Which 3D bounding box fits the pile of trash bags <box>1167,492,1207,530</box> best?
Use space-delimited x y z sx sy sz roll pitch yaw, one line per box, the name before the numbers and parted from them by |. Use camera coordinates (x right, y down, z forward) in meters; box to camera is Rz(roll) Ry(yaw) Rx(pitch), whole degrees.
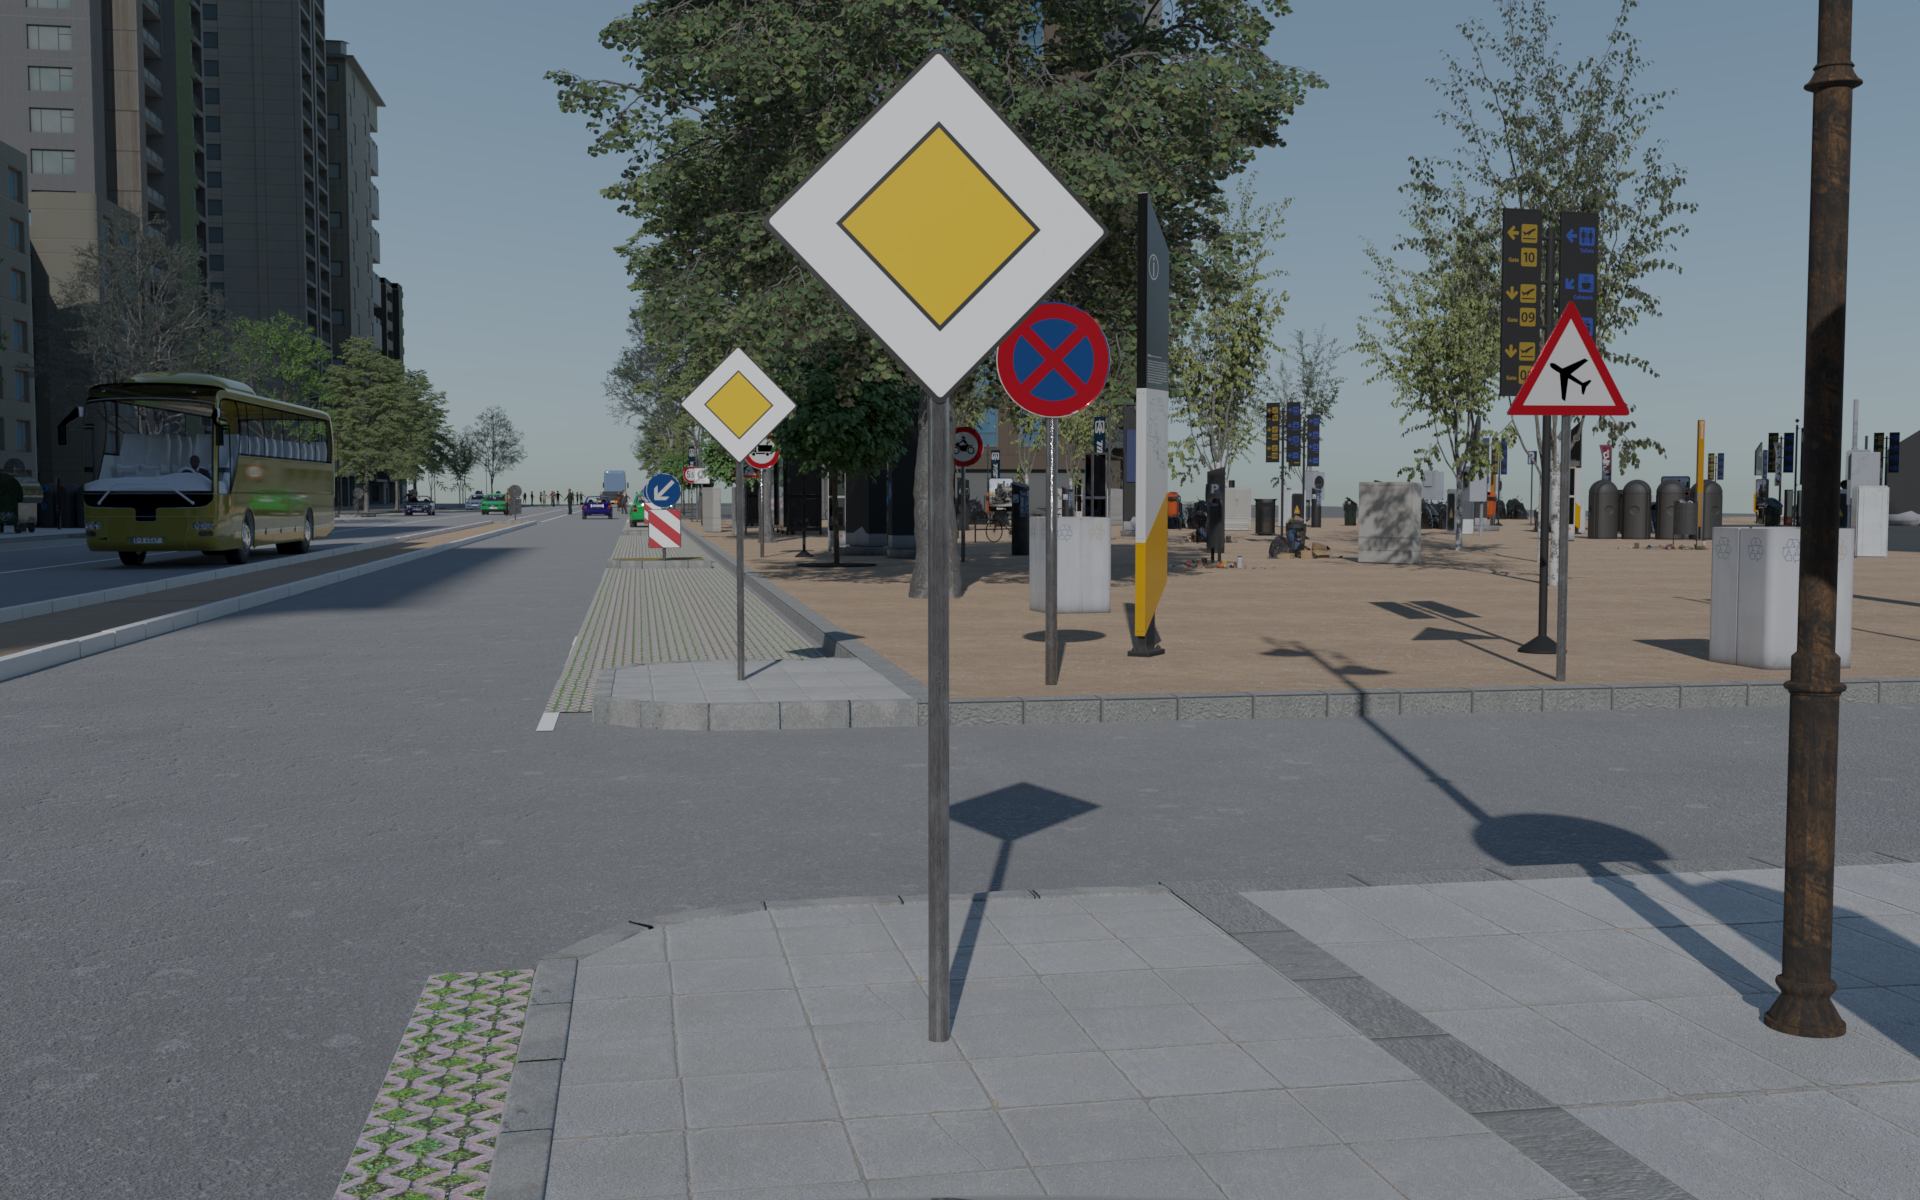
pile of trash bags | 8.208 -3.289 63.522 1.912 1.369 3.447 1 4 22

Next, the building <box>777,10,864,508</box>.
building | -14.728 -46.940 205.720 20.563 71.187 20.611 -1 4 -10

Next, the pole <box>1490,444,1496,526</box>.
pole | 21.629 -4.673 70.250 0.158 3.312 0.155 0 3 0

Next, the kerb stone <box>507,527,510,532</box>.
kerb stone | -16.854 -2.561 64.065 0.120 0.150 1.000 -1 4 -10

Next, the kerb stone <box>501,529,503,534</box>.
kerb stone | -16.305 -2.376 61.042 0.120 0.150 1.000 -1 4 -10

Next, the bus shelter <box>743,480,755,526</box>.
bus shelter | -8.501 -5.836 73.043 2.179 5.291 8.768 -1 4 -11

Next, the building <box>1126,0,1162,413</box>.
building | 1.396 -41.815 121.929 20.563 71.187 20.611 -1 4 -10

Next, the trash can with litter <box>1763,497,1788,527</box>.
trash can with litter | 26.572 -2.742 56.221 0.624 1.170 1.055 -1 4 -9

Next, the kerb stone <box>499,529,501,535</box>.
kerb stone | -16.111 -2.315 60.038 0.120 0.150 1.000 -1 4 -10

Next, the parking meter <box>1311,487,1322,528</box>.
parking meter | 13.631 -3.536 66.227 0.372 1.533 0.369 0 3 0

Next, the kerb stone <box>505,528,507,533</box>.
kerb stone | -16.673 -2.499 63.059 0.120 0.150 1.000 -1 4 -10

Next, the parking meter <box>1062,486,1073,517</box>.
parking meter | 3.512 -2.950 56.652 0.372 1.533 0.369 0 3 0

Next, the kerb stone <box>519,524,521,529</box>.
kerb stone | -17.980 -2.929 70.115 0.120 0.150 1.000 -1 4 -10

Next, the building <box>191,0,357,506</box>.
building | -75.121 -45.414 180.763 20.563 71.187 20.611 -1 4 -10

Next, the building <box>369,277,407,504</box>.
building | -80.812 -27.825 226.645 14.160 30.474 14.107 -1 4 -10

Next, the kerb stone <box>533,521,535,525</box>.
kerb stone | -19.660 -3.486 79.185 0.120 0.150 1.000 -1 4 -10

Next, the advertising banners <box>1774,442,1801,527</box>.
advertising banners | 28.262 -3.842 59.011 2.074 3.025 0.090 -2 4 -34

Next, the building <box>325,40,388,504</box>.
building | -83.859 -37.618 204.285 28.713 52.752 27.495 -1 4 -10

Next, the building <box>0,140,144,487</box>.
building | -62.157 -15.098 91.900 27.650 21.520 28.899 -1 4 -10

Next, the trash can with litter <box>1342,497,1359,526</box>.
trash can with litter | 16.015 -3.585 69.995 1.055 1.170 0.624 0 4 3

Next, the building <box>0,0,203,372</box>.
building | -59.157 -26.308 113.727 14.154 41.232 14.086 -1 4 -10

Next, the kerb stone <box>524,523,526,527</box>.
kerb stone | -18.542 -3.115 73.142 0.120 0.150 1.000 -1 4 -10

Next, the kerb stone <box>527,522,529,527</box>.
kerb stone | -18.912 -3.239 75.154 0.120 0.150 1.000 -1 4 -10

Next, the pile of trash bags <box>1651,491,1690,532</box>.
pile of trash bags | 23.501 -3.004 58.863 1.912 1.369 3.447 -2 4 -31

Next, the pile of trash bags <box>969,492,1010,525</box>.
pile of trash bags | 1.222 -3.907 73.638 1.912 1.369 3.447 0 4 3

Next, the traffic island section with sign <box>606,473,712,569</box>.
traffic island section with sign | -5.908 -1.545 33.890 1.989 1.847 2.006 -1 4 -10

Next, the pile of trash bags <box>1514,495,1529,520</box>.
pile of trash bags | 28.351 -4.769 87.719 3.447 1.369 1.912 1 4 13

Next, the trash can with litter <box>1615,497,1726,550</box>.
trash can with litter | 16.512 -1.795 40.409 2.233 1.210 1.678 2 4 27

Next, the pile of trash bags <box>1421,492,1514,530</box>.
pile of trash bags | 18.012 -3.264 63.125 1.912 1.369 3.447 -3 5 -43

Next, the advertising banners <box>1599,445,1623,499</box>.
advertising banners | 23.561 -3.995 61.500 2.074 3.025 0.090 -1 4 -15

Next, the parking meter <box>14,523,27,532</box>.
parking meter | -32.058 -3.097 59.040 0.372 1.533 0.369 0 3 0

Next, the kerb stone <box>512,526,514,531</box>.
kerb stone | -17.228 -2.681 66.081 0.120 0.150 1.000 -1 4 -10

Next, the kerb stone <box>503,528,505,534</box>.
kerb stone | -16.478 -2.438 62.051 0.120 0.150 1.000 -1 4 -10

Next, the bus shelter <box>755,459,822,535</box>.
bus shelter | -5.426 -4.930 58.234 2.179 5.291 8.768 -1 4 -11

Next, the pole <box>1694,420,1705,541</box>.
pole | 20.335 -3.288 47.608 0.158 3.312 0.155 0 3 0

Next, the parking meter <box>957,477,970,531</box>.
parking meter | 0.120 -3.356 60.575 0.399 1.863 0.255 2 4 35

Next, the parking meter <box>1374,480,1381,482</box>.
parking meter | 17.411 -4.051 71.951 0.399 1.863 0.255 -1 4 -10

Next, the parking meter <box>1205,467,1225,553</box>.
parking meter | 5.536 -1.949 37.582 0.399 1.863 0.255 1 4 20

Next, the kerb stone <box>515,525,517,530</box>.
kerb stone | -17.604 -2.807 68.097 0.120 0.150 1.000 -1 4 -10

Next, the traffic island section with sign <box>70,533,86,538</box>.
traffic island section with sign | -27.888 -2.950 56.865 1.989 1.847 2.006 -1 4 -10

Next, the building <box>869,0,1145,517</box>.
building | 2.277 -27.794 104.540 14.600 45.320 14.200 -1 4 -10

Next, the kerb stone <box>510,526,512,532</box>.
kerb stone | -17.041 -2.617 65.077 0.120 0.150 1.000 -1 4 -10

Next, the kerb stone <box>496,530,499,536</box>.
kerb stone | -15.915 -2.253 59.035 0.120 0.150 1.000 -1 4 -10

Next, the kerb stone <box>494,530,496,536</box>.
kerb stone | -15.726 -2.192 58.031 0.120 0.150 1.000 -1 4 -10

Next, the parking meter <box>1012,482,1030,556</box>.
parking meter | 1.264 -1.699 36.183 0.372 1.533 0.369 0 3 0

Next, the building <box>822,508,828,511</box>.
building | -1.940 -43.070 142.440 20.563 71.187 20.611 -1 4 -10

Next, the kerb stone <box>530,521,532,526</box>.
kerb stone | -19.283 -3.362 77.173 0.120 0.150 1.000 -1 4 -10

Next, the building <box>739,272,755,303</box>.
building | -18.528 -35.305 231.858 22.147 44.769 28.867 -1 4 -10

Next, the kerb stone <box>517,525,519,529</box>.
kerb stone | -17.790 -2.869 69.107 0.120 0.150 1.000 -1 4 -10

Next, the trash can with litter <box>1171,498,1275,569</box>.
trash can with litter | 4.543 -1.197 30.631 1.678 1.210 2.233 0 4 -5

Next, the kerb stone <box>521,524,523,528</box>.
kerb stone | -18.161 -2.992 71.121 0.120 0.150 1.000 -1 4 -10
